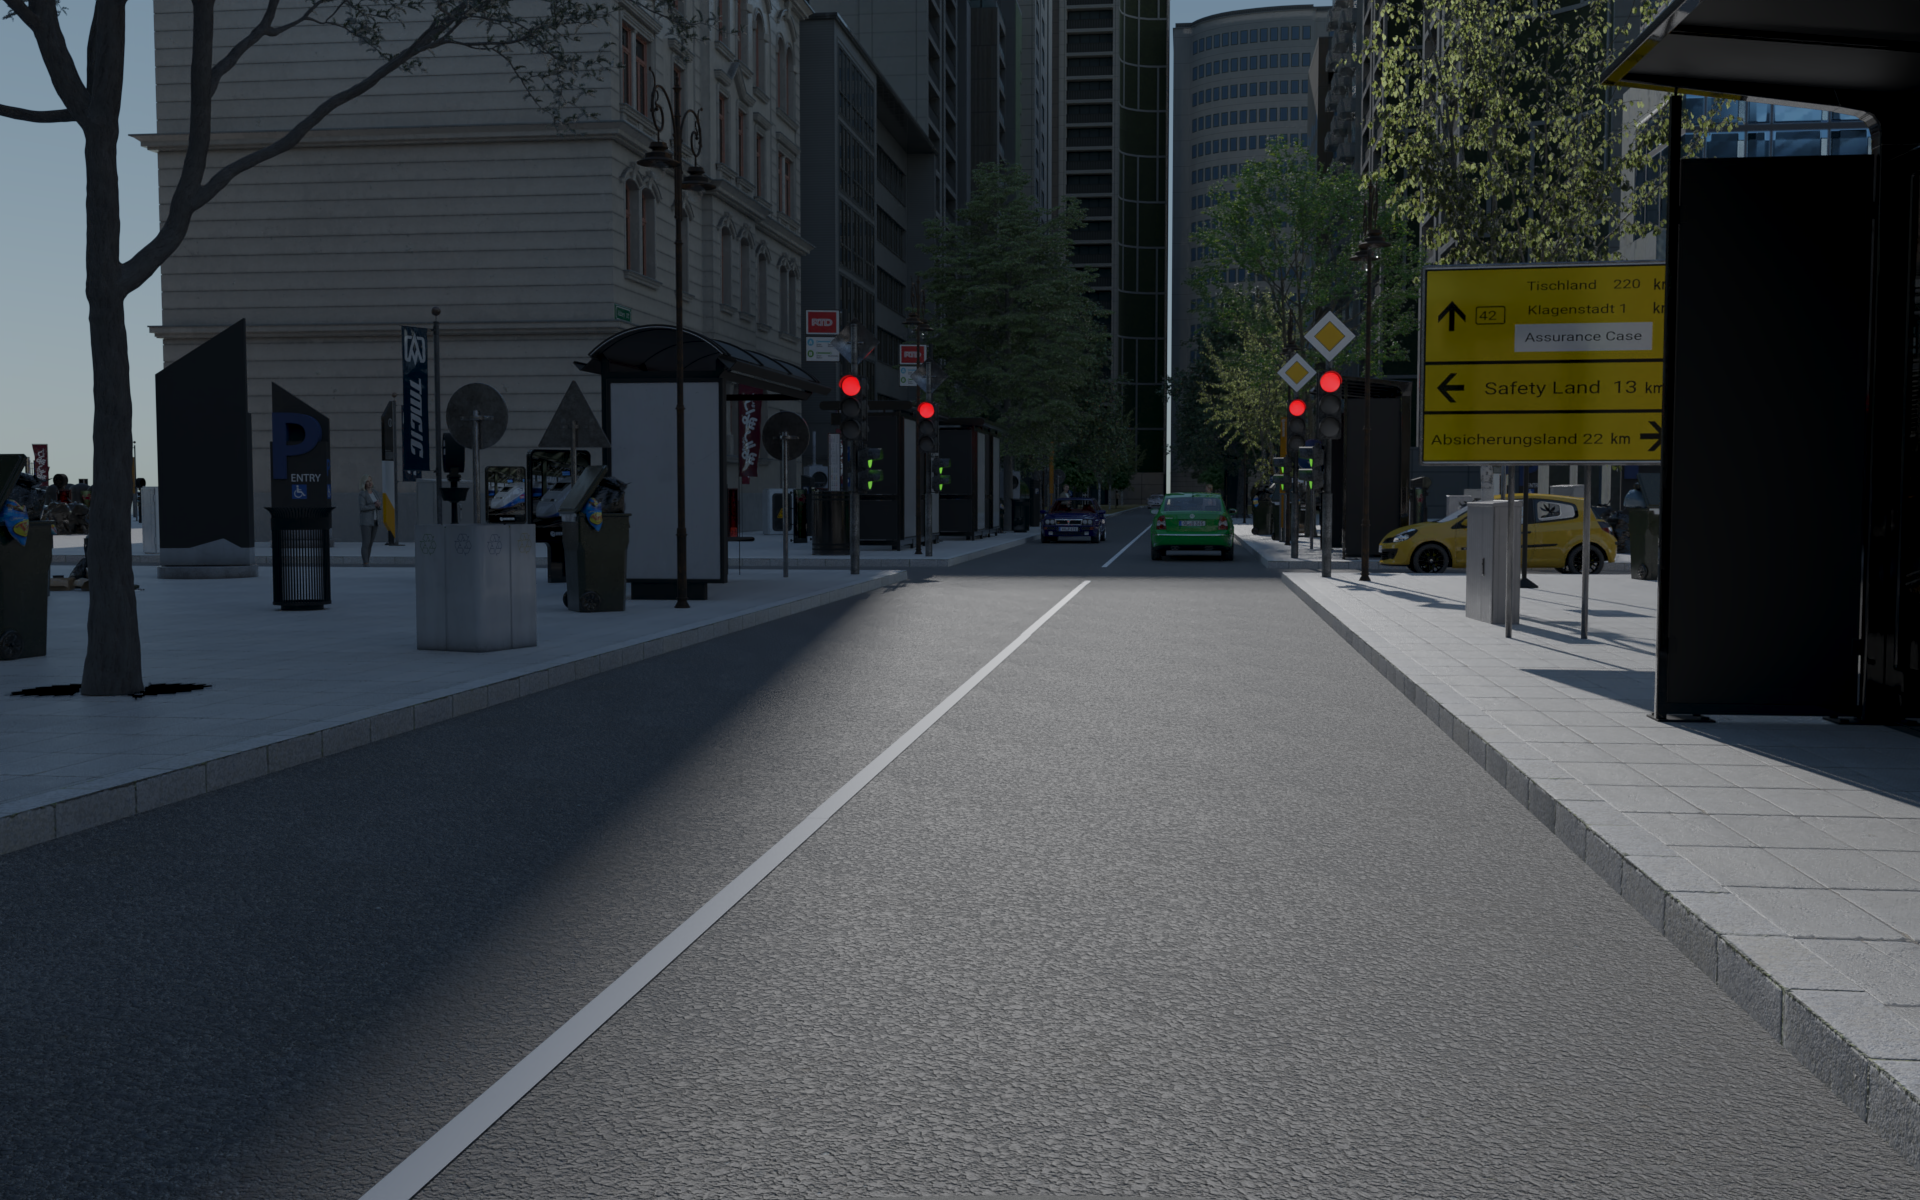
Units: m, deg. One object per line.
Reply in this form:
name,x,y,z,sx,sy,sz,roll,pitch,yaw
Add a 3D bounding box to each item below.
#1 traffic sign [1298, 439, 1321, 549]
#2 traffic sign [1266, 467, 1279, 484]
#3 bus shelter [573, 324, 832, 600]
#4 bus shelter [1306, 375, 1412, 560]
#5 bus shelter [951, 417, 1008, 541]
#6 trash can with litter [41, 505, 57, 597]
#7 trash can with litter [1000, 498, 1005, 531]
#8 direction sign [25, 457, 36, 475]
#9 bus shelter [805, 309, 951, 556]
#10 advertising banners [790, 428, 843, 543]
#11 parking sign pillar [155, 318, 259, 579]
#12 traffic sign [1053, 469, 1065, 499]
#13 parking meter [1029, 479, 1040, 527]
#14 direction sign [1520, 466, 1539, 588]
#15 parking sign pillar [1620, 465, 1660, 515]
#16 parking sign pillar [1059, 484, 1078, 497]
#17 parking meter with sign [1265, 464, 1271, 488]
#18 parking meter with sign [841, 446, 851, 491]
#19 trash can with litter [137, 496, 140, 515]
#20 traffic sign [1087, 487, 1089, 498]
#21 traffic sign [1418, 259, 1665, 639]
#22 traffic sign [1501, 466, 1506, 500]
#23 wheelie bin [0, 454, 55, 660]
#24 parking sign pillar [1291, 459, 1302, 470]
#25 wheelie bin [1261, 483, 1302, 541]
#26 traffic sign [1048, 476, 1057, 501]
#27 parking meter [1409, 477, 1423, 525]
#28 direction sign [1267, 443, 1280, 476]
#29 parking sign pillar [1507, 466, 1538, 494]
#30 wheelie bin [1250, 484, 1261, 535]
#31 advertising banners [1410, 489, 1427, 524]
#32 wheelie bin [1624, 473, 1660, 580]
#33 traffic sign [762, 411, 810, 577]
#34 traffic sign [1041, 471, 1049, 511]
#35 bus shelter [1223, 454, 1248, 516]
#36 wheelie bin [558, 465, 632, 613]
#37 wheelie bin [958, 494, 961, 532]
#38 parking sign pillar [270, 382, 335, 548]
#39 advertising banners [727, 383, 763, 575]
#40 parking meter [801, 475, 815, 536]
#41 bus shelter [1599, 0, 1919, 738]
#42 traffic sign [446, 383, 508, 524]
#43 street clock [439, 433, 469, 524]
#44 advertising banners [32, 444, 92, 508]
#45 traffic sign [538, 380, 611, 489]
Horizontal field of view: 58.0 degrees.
traffic sign,8.190,-2.456,40.269,0.768,2.556,0.104,1,4,12
traffic sign,14.115,-4.757,77.883,0.768,2.556,0.104,1,4,17
bus shelter,-3.272,-1.803,23.409,2.014,3.302,5.546,0,4,7
bus shelter,8.387,-2.780,36.742,1.731,3.624,6.357,0,4,8
bus shelter,-0.201,-4.358,48.882,2.179,5.291,8.768,0,4,8
trash can with litter,-11.664,-0.600,21.193,1.055,1.170,0.624,-3,4,-36
trash can with litter,0.978,-2.833,57.699,1.055,1.170,0.624,1,4,9
direction sign,-61.820,-7.551,115.455,0.379,3.537,0.876,3,5,42
bus shelter,-1.937,-3.827,40.209,2.179,5.291,8.768,0,4,7
advertising banners,-3.660,-3.028,45.688,0.090,3.025,2.074,3,5,45
parking sign pillar,-11.609,-2.334,26.634,1.447,3.967,1.447,-1,4,-12
traffic sign,5.012,-5.423,88.770,0.768,2.556,0.104,1,4,12
parking meter,2.930,-3.798,67.800,0.399,1.863,0.255,-3,5,-44
direction sign,7.734,-1.935,23.642,0.379,3.537,0.876,0,4,-2
parking sign pillar,16.252,-3.198,40.758,1.447,3.967,1.447,1,4,20
parking sign pillar,6.190,-6.792,99.514,1.447,3.967,1.447,-3,5,-41
parking meter with sign,18.252,-6.439,101.541,0.543,3.016,1.738,1,4,21
parking meter with sign,-4.172,-4.047,62.437,0.543,3.016,1.738,-1,4,-8
trash can with litter,-52.801,-6.102,111.157,0.624,1.170,1.055,1,4,13
traffic sign,7.018,-5.802,94.972,0.768,2.556,0.104,1,4,14
traffic sign,5.217,-1.311,15.304,2.265,3.308,0.079,1,4,11
traffic sign,6.994,-1.235,22.317,0.606,2.300,0.079,1,4,12
wheelie bin,-7.585,-0.347,13.579,0.980,1.594,0.693,1,4,16
parking sign pillar,19.823,-6.948,102.072,1.447,3.967,1.447,1,4,23
wheelie bin,8.993,-2.440,47.807,0.980,1.594,0.693,3,4,37
traffic sign,5.216,-5.817,95.207,0.768,2.556,0.104,1,4,17
parking meter,15.684,-3.294,59.575,0.399,1.863,0.255,-1,4,-9
direction sign,14.030,-5.180,76.693,0.876,3.537,0.379,1,4,16
parking sign pillar,25.405,-5.395,76.688,1.447,3.967,1.447,-3,4,-36
wheelie bin,9.587,-2.851,54.525,0.693,1.594,0.980,2,4,33
advertising banners,10.477,-2.731,40.836,0.090,3.025,2.074,3,5,43
wheelie bin,10.419,-1.106,25.999,0.980,1.594,0.693,0,4,-7
traffic sign,-2.686,-1.622,26.620,0.768,2.556,0.104,1,4,12
traffic sign,4.854,-5.857,95.761,0.884,2.594,0.081,1,4,9
bus shelter,16.310,-6.851,103.289,1.731,3.624,6.357,0,4,8
wheelie bin,-4.003,-0.682,19.052,0.693,1.594,0.980,-2,4,-30
wheelie bin,0.327,-3.129,59.068,0.980,1.594,0.693,-3,5,-41
parking sign pillar,-15.806,-3.245,41.521,1.447,3.967,1.447,0,4,-6
advertising banners,-3.922,-1.922,27.615,2.074,3.025,0.090,2,4,33
parking meter,-4.613,-2.874,52.702,0.399,1.863,0.255,2,4,27
bus shelter,4.049,-0.941,6.670,1.731,3.624,6.357,0,4,7
traffic sign,-5.536,-1.206,19.832,0.768,2.556,0.104,1,4,11
street clock,-5.993,-0.977,20.537,0.358,2.002,0.471,-1,4,-21
advertising banners,-31.168,-3.922,60.306,2.074,3.025,0.090,-1,4,-9
traffic sign,-4.420,-1.213,19.840,0.884,2.594,0.081,1,4,11
